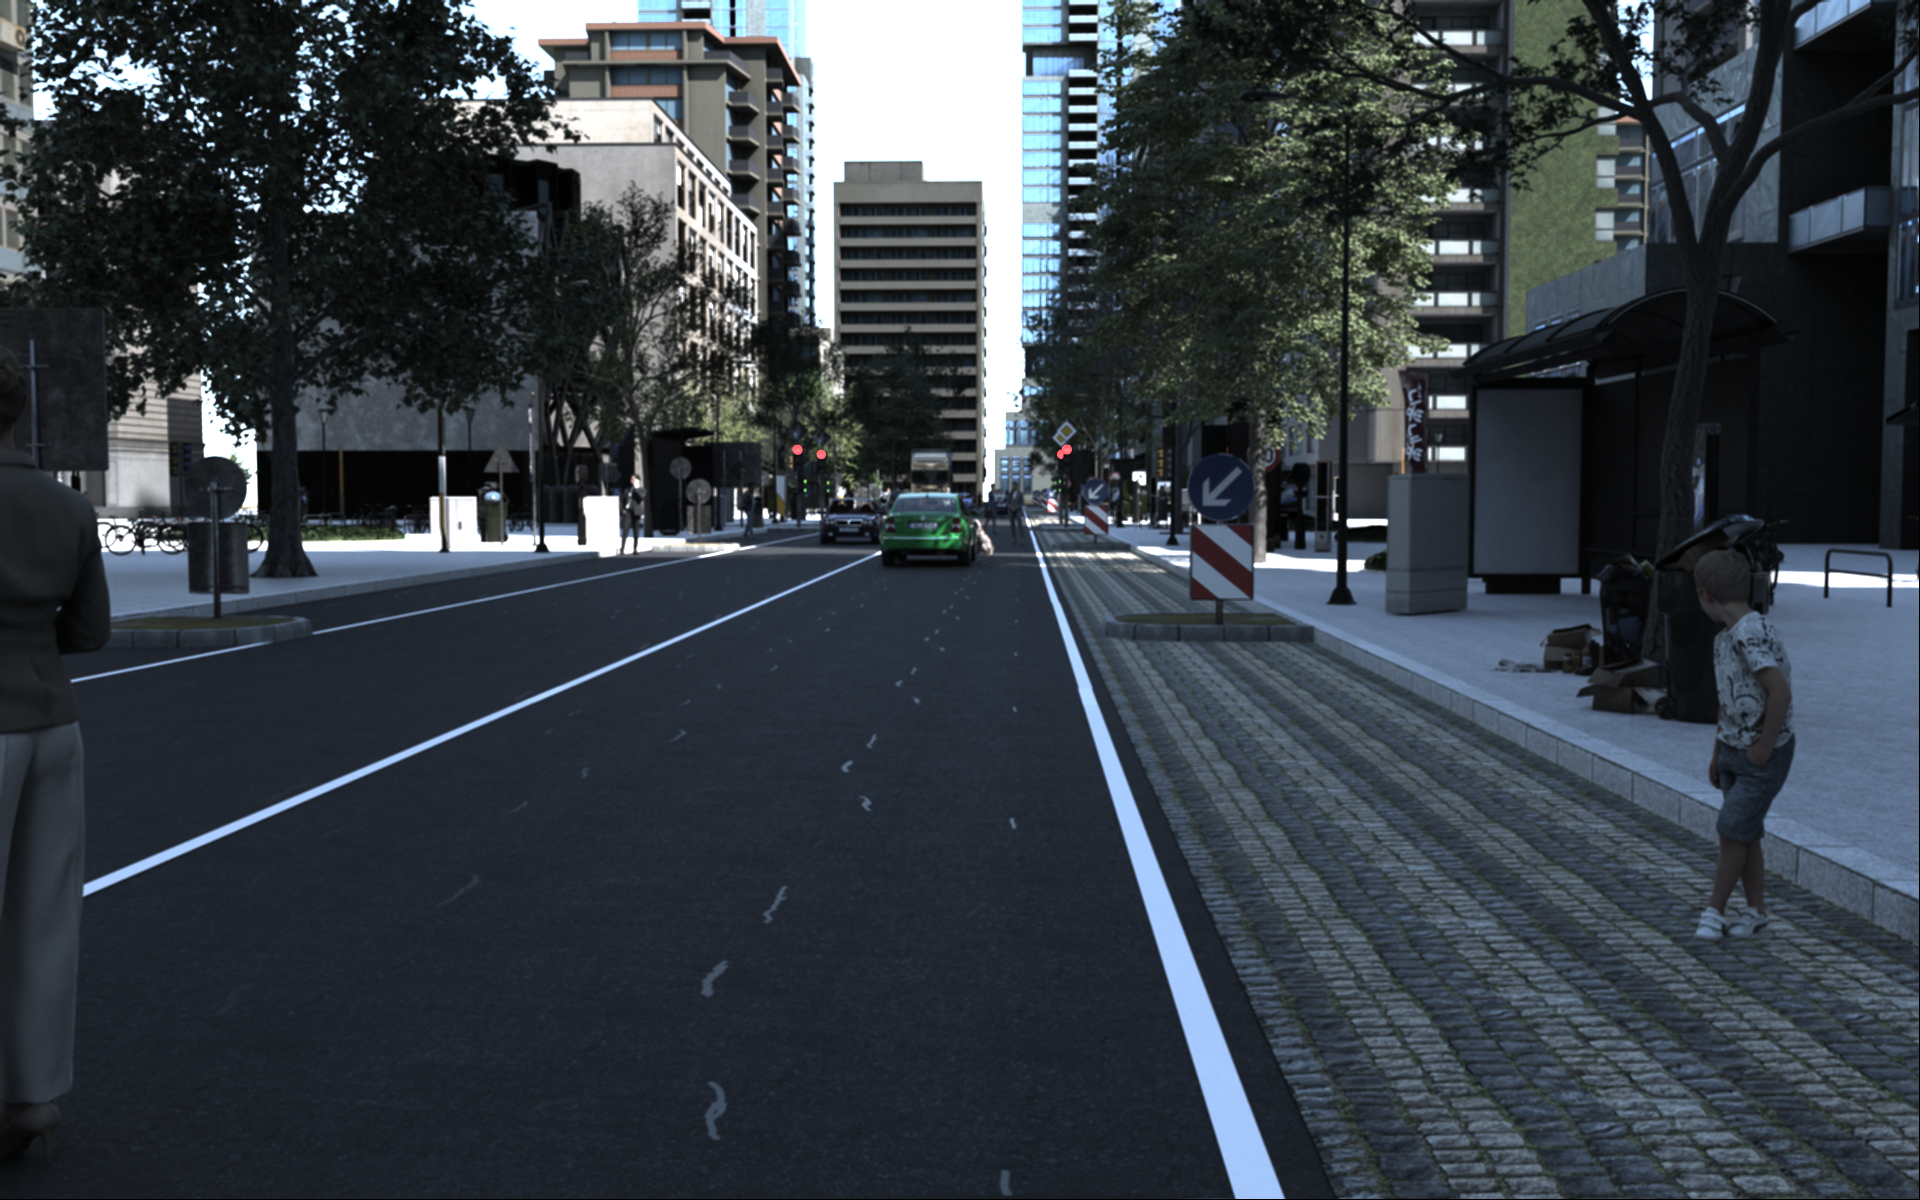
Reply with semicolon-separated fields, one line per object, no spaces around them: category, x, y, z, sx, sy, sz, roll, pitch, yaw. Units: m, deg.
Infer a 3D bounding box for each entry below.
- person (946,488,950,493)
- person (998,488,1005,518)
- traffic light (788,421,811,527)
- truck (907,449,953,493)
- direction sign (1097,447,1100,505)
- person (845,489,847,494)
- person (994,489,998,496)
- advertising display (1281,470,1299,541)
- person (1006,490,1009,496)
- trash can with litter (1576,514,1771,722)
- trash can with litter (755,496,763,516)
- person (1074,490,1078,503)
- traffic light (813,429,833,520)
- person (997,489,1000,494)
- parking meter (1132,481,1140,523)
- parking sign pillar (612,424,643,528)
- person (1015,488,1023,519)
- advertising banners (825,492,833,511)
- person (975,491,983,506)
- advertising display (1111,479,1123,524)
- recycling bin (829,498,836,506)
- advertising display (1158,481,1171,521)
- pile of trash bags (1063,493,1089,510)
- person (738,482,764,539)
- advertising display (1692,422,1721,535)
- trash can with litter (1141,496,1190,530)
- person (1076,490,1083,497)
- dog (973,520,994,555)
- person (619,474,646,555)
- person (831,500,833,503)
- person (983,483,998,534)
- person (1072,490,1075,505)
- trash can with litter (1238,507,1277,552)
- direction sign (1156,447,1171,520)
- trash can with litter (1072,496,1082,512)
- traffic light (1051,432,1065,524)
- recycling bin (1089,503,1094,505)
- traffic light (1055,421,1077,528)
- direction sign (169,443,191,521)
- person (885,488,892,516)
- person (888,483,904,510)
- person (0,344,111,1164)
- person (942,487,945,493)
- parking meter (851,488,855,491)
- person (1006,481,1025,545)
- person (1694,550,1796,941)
person;-0.632;-5.294;95.537;0.782;1.767;0.515;1;4;11
person;2.564;-5.940;105.966;0.694;1.780;0.624;3;5;40
traffic light;-6.193;-4.755;66.673;0.839;4.253;0.868;0;4;2
truck;-1.796;-7.392;109.771;2.839;4.237;11.283;0;4;0
direction sign;6.715;-5.596;83.499;0.379;3.537;0.876;0;4;-7
person;-10.831;-9.758;165.455;0.709;1.838;0.599;3;5;43
person;2.539;-6.896;121.586;0.599;1.781;0.374;-3;4;-38
advertising display;8.774;-2.567;47.186;0.974;1.923;0.123;2;4;28
person;4.476;-9.658;166.426;0.705;1.822;1.348;0;4;2
trash can with litter;4.071;0.087;9.967;0.624;1.170;1.055;-3;4;-37
trash can with litter;-10.362;-4.667;87.689;0.624;1.170;1.055;-2;4;-25
person;15.096;-13.319;224.257;0.683;1.767;0.568;-1;4;-22
traffic light;-5.924;-5.244;74.653;0.839;4.253;0.868;0;4;2
person;2.950;-7.939;138.326;0.620;1.820;0.660;0;4;-1
parking meter;7.725;-4.301;76.035;0.255;1.863;0.399;2;4;23
parking sign pillar;-12.751;-4.719;65.627;1.447;3.967;1.447;1;4;11
person;3.210;-5.450;97.587;0.713;1.824;0.794;1;4;15
advertising banners;-9.327;-7.665;121.503;0.090;3.025;2.074;1;4;21
person;2.204;-11.685;200.286;0.721;1.736;1.217;3;5;42
advertising display;6.665;-4.190;73.725;0.123;1.923;0.974;-1;4;-19
recycling bin;-8.406;-6.398;117.156;0.722;1.027;0.722;-1;4;-20
advertising display;9.709;-4.747;82.822;0.974;1.923;0.123;2;4;26
pile of trash bags;9.972;-8.204;143.895;3.447;1.369;1.912;-1;4;-11
person;-6.604;-2.832;54.791;0.713;1.824;0.794;2;4;33
advertising display;6.812;-0.656;15.937;0.123;1.923;0.974;1;4;13
trash can with litter;7.478;-3.154;62.625;1.678;1.210;2.233;-2;4;-30
person;13.806;-11.621;196.133;1.350;1.814;0.705;0;4;-7
dog;0.562;-1.486;41.130;0.513;0.831;0.800;-1;4;-17
person;-7.684;-2.005;40.636;0.648;1.900;0.474;0;4;-7
person;-4.847;-3.175;65.433;0.382;1.210;0.505;0;4;-7
person;1.115;-3.252;61.687;0.581;1.822;0.654;-3;5;-42
person;13.839;-12.591;212.425;0.721;1.766;1.217;-1;4;-17
trash can with litter;6.557;-1.658;38.496;0.624;1.170;1.055;3;5;43
direction sign;9.992;-5.641;84.223;0.876;3.537;0.379;1;4;14
trash can with litter;8.779;-6.849;123.036;1.678;1.210;2.233;0;4;-3
traffic light;4.332;-5.223;74.325;0.839;4.253;0.868;0;4;2
recycling bin;8.521;-5.913;109.226;0.722;1.027;0.722;0;4;6
traffic light;4.063;-4.735;66.344;0.839;4.253;0.868;0;4;2
direction sign;-34.342;-5.159;76.348;0.876;3.537;0.379;-2;4;-26
person;-4.348;-5.951;105.901;0.391;1.810;0.635;-3;5;-40
person;-2.121;-2.984;57.463;0.592;1.802;0.473;0;4;-1
person;-2.075;0.329;3.663;0.362;1.759;0.519;1;4;19
person;-0.846;-5.060;91.498;0.520;1.790;0.573;1;4;17
parking meter;-8.607;-8.234;140.343;0.399;1.863;0.255;2;4;35
person;1.584;-2.480;49.319;0.520;1.790;0.573;0;4;0
person;2.511;0.466;5.571;0.352;1.250;0.332;3;5;43
